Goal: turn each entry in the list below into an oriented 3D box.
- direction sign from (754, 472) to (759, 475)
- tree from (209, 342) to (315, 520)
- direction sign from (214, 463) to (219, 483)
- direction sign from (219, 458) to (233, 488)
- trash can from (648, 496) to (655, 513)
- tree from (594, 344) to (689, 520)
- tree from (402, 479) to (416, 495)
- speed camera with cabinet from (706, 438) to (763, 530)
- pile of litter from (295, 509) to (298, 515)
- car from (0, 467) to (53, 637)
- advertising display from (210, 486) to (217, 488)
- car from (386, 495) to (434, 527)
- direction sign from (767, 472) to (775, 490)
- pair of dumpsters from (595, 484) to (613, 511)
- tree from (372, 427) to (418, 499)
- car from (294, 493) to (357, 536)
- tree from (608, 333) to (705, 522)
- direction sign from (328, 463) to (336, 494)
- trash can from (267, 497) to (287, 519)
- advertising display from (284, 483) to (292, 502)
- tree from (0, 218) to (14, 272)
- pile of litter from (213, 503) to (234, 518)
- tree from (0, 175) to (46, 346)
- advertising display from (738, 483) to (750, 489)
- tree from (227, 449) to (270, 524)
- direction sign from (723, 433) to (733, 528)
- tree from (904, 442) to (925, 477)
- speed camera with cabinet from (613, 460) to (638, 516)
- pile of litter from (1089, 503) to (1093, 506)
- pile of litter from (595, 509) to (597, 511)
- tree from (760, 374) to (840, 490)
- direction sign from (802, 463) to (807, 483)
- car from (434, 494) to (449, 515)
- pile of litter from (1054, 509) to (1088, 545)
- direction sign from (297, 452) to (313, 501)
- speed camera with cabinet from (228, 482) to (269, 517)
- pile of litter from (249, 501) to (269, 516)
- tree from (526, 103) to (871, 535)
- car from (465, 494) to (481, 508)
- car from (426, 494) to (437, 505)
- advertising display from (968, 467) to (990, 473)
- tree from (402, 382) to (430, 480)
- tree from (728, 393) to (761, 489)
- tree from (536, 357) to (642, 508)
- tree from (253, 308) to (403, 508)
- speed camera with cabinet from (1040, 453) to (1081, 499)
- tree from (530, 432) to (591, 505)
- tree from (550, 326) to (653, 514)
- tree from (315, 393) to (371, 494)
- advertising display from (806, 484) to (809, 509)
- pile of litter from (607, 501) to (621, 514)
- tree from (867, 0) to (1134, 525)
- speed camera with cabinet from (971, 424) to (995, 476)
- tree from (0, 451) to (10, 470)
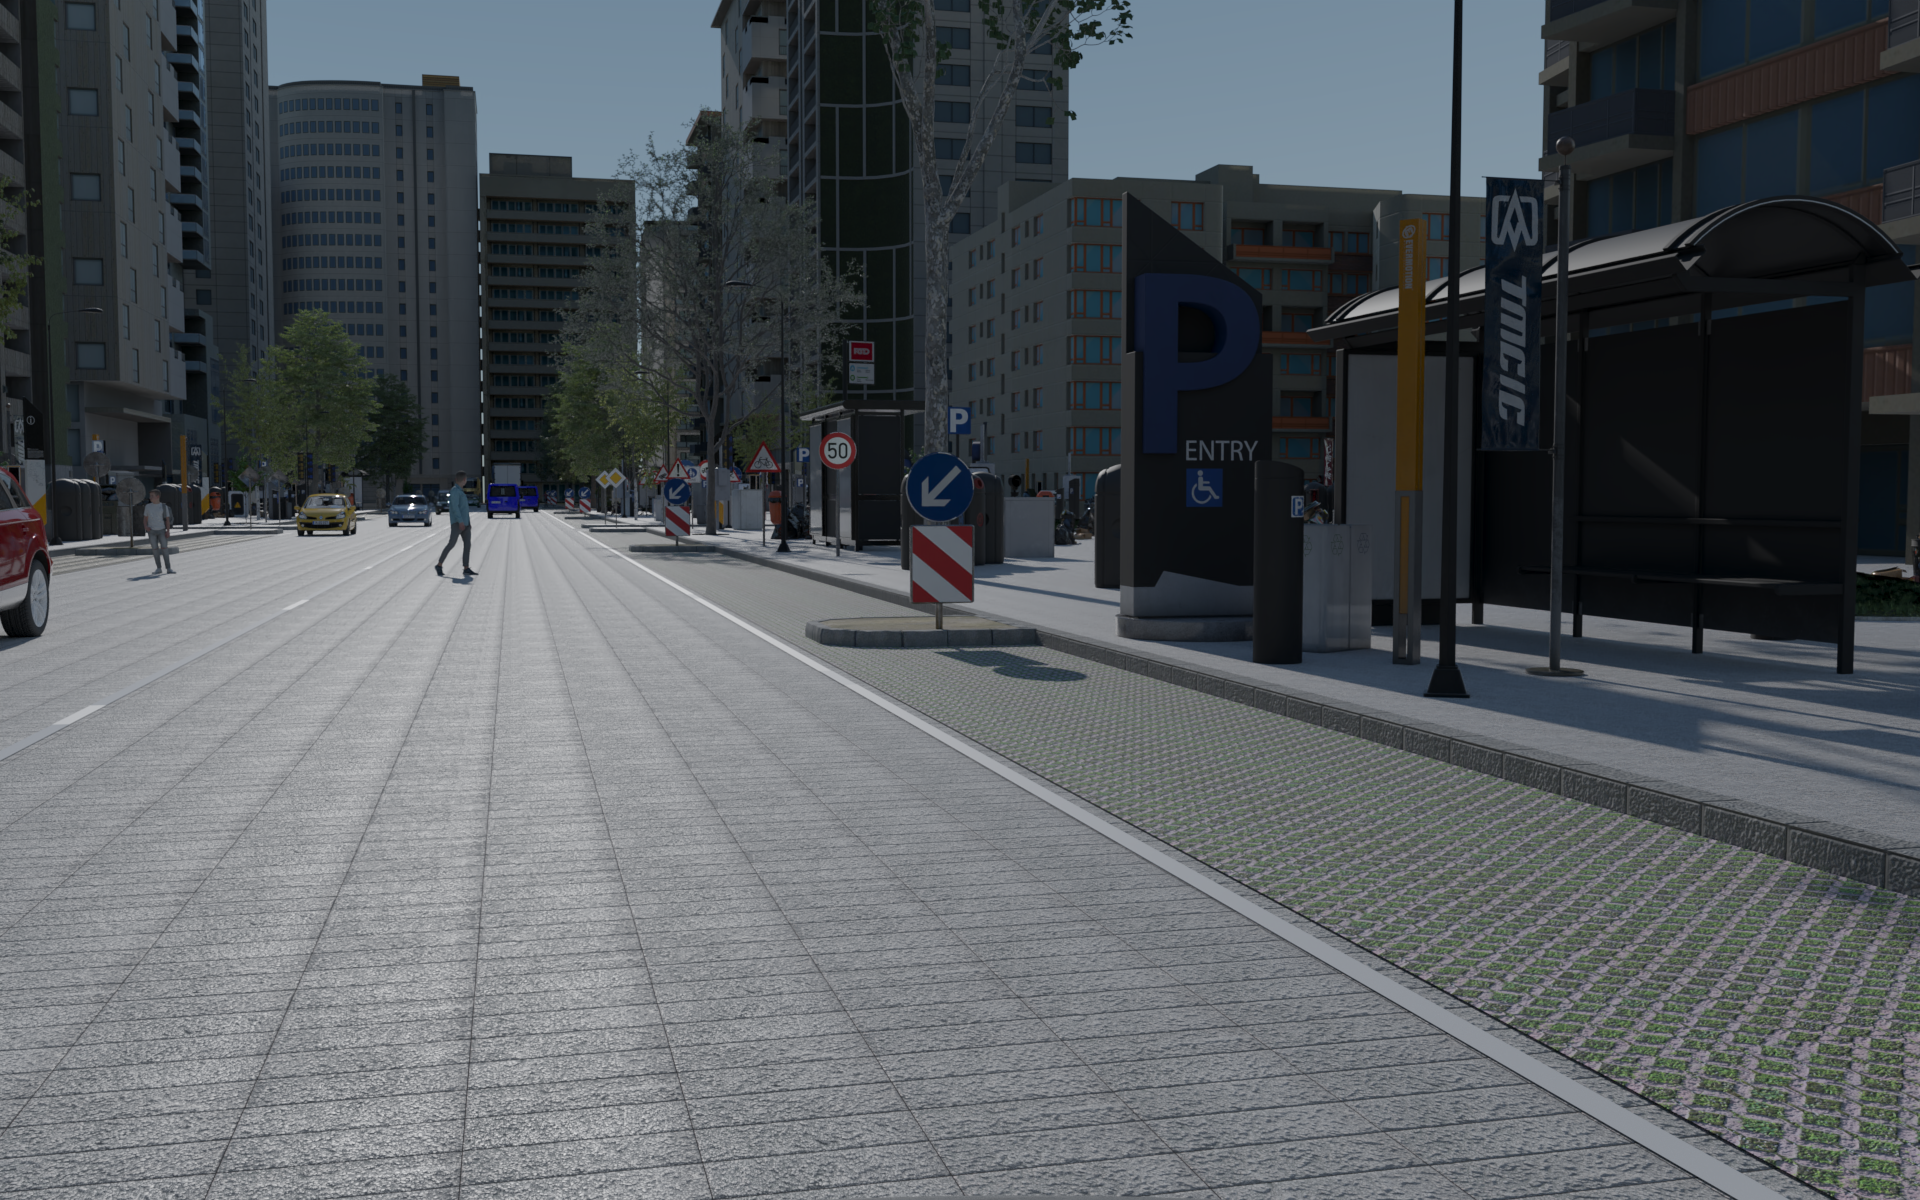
[{"bbox_3d":[-12.191,-6.839,103.816,0.379,3.537,0.876,-2,4,-28],"label":"direction sign"},{"bbox_3d":[-34.113,-8.171,83.956,4.737,8.622,4.395,0,3,0],"label":"tree"},{"bbox_3d":[-53.534,-8.158,125.381,0.876,3.537,0.379,0,4,-6],"label":"direction sign"},{"bbox_3d":[-45.838,-7.131,108.585,0.876,3.537,0.379,2,4,34],"label":"direction sign"},{"bbox_3d":[-20.351,-6.315,114.896,0.748,1.137,0.748,0,3,0],"label":"trash can"},{"bbox_3d":[-15.572,-8.188,84.237,4.360,8.622,3.978,0,3,0],"label":"tree"},{"bbox_3d":[-62.968,-12.370,196.848,1.663,3.219,1.824,0,3,0],"label":"tree"},{"bbox_3d":[-8.055,-4.133,61.907,2.038,3.252,0.660,-3,5,-40],"label":"speed camera with cabinet"},{"bbox_3d":[-42.027,-5.725,107.563,1.719,0.858,1.176,1,4,20],"label":"pile of litter"},{"bbox_3d":[-9.887,-0.431,15.723,2.281,1.827,5.304,-1,4,-13],"label":"car"},{"bbox_3d":[-58.912,-8.049,136.817,0.123,1.923,0.974,0,4,2],"label":"advertising display"},{"bbox_3d":[-24.574,-4.004,77.465,2.014,1.417,4.499,-1,4,-15],"label":"car"},{"bbox_3d":[-15.187,-8.996,139.087,0.379,3.537,0.876,3,4,38],"label":"direction sign"},{"bbox_3d":[-26.381,-7.759,129.351,1.574,2.255,4.437,-1,4,-14],"label":"pair of dumpsters"},{"bbox_3d":[-57.163,-13.604,172.788,4.737,8.622,4.395,0,3,0],"label":"tree"},{"bbox_3d":[-22.175,-3.085,60.671,2.015,1.641,3.980,-1,4,-14],"label":"car"},{"bbox_3d":[-13.769,-7.844,78.618,4.737,8.622,4.395,0,3,0],"label":"tree"},{"bbox_3d":[-41.756,-7.532,115.142,0.876,3.537,0.379,3,4,39],"label":"direction sign"},{"bbox_3d":[-34.387,-4.642,87.551,0.748,1.137,0.748,0,3,0],"label":"trash can"},{"bbox_3d":[-38.453,-5.698,98.377,0.974,1.923,0.123,0,4,0],"label":"advertising display"},{"bbox_3d":[-18.965,-5.625,26.374,8.767,10.594,7.601,-1,4,-18],"label":"tree"},{"bbox_3d":[-39.829,-4.856,93.357,1.176,0.858,1.719,1,4,18],"label":"pile of litter"},{"bbox_3d":[-20.976,-5.210,35.541,4.737,8.622,4.395,0,3,0],"label":"tree"},{"bbox_3d":[-12.557,-5.903,101.721,0.974,1.923,0.123,0,4,7],"label":"advertising display"},{"bbox_3d":[-30.950,-4.906,74.814,1.663,3.219,1.824,0,3,0],"label":"tree"},{"bbox_3d":[-8.706,-4.471,65.096,0.379,3.537,0.876,-2,4,-30],"label":"direction sign"},{"bbox_3d":[-1.208,-4.186,63.040,1.663,3.219,1.824,0,3,0],"label":"tree"},{"bbox_3d":[-19.324,-6.467,100.064,0.660,3.252,2.038,1,4,16],"label":"speed camera with cabinet"},{"bbox_3d":[6.046,-4.073,80.566,1.719,0.858,1.176,0,4,-6],"label":"pile of litter"},{"bbox_3d":[-27.355,-7.258,132.626,1.176,0.858,1.719,2,4,33],"label":"pile of litter"},{"bbox_3d":[-8.542,-9.312,102.607,4.737,8.622,4.395,0,3,0],"label":"tree"},{"bbox_3d":[-11.435,-8.095,124.345,0.876,3.537,0.379,1,4,8],"label":"direction sign"},{"bbox_3d":[-35.474,-6.756,120.247,2.009,1.686,4.222,-1,4,-14],"label":"car"},{"bbox_3d":[2.193,-1.839,44.040,1.719,0.858,1.176,2,4,23],"label":"pile of litter"},{"bbox_3d":[-35.687,-6.267,94.465,0.379,3.537,0.876,3,5,39],"label":"direction sign"},{"bbox_3d":[-39.322,-6.201,95.721,2.038,3.252,0.660,-1,4,-18],"label":"speed camera with cabinet"},{"bbox_3d":[-41.362,-5.390,102.087,1.176,0.858,1.719,0,4,-4],"label":"pile of litter"},{"bbox_3d":[-7.716,-8.785,54.004,12.009,13.543,11.850,0,3,0],"label":"tree"},{"bbox_3d":[-50.999,-10.329,180.670,2.131,1.459,4.920,-1,4,-13],"label":"car"},{"bbox_3d":[-62.297,-11.941,205.025,2.009,1.686,4.222,-1,4,-14],"label":"car"},{"bbox_3d":[0.214,-2.172,40.731,0.974,1.923,0.123,0,4,-2],"label":"advertising display"},{"bbox_3d":[-53.168,-14.915,161.988,7.486,12.596,7.792,0,3,0],"label":"tree"},{"bbox_3d":[-14.163,-10.455,121.304,4.737,8.622,4.395,0,3,0],"label":"tree"},{"bbox_3d":[-32.733,-15.185,154.935,9.857,13.997,8.962,0,3,0],"label":"tree"},{"bbox_3d":[-39.049,-11.485,105.909,7.486,12.596,7.792,0,3,0],"label":"tree"},{"bbox_3d":[4.778,-5.383,82.340,2.038,3.252,0.660,-2,4,-35],"label":"speed camera with cabinet"},{"bbox_3d":[-46.262,-17.679,206.054,9.611,12.733,9.660,0,3,0],"label":"tree"},{"bbox_3d":[-23.206,-11.968,113.807,7.486,12.596,7.792,0,3,0],"label":"tree"},{"bbox_3d":[-43.642,-10.394,120.303,4.737,8.622,4.395,0,3,0],"label":"tree"},{"bbox_3d":[-10.110,-6.439,110.497,0.974,1.923,0.123,1,4,14],"label":"advertising display"},{"bbox_3d":[-22.179,-6.035,112.634,1.719,0.858,1.176,1,4,21],"label":"pile of litter"},{"bbox_3d":[0.920,-10.406,26.019,12.611,20.169,13.585,0,3,0],"label":"tree"},{"bbox_3d":[-0.048,-3.349,49.098,2.038,3.252,0.660,0,4,-2],"label":"speed camera with cabinet"},{"bbox_3d":[-45.483,-5.387,82.671,1.663,3.219,1.824,0,3,0],"label":"tree"}]
